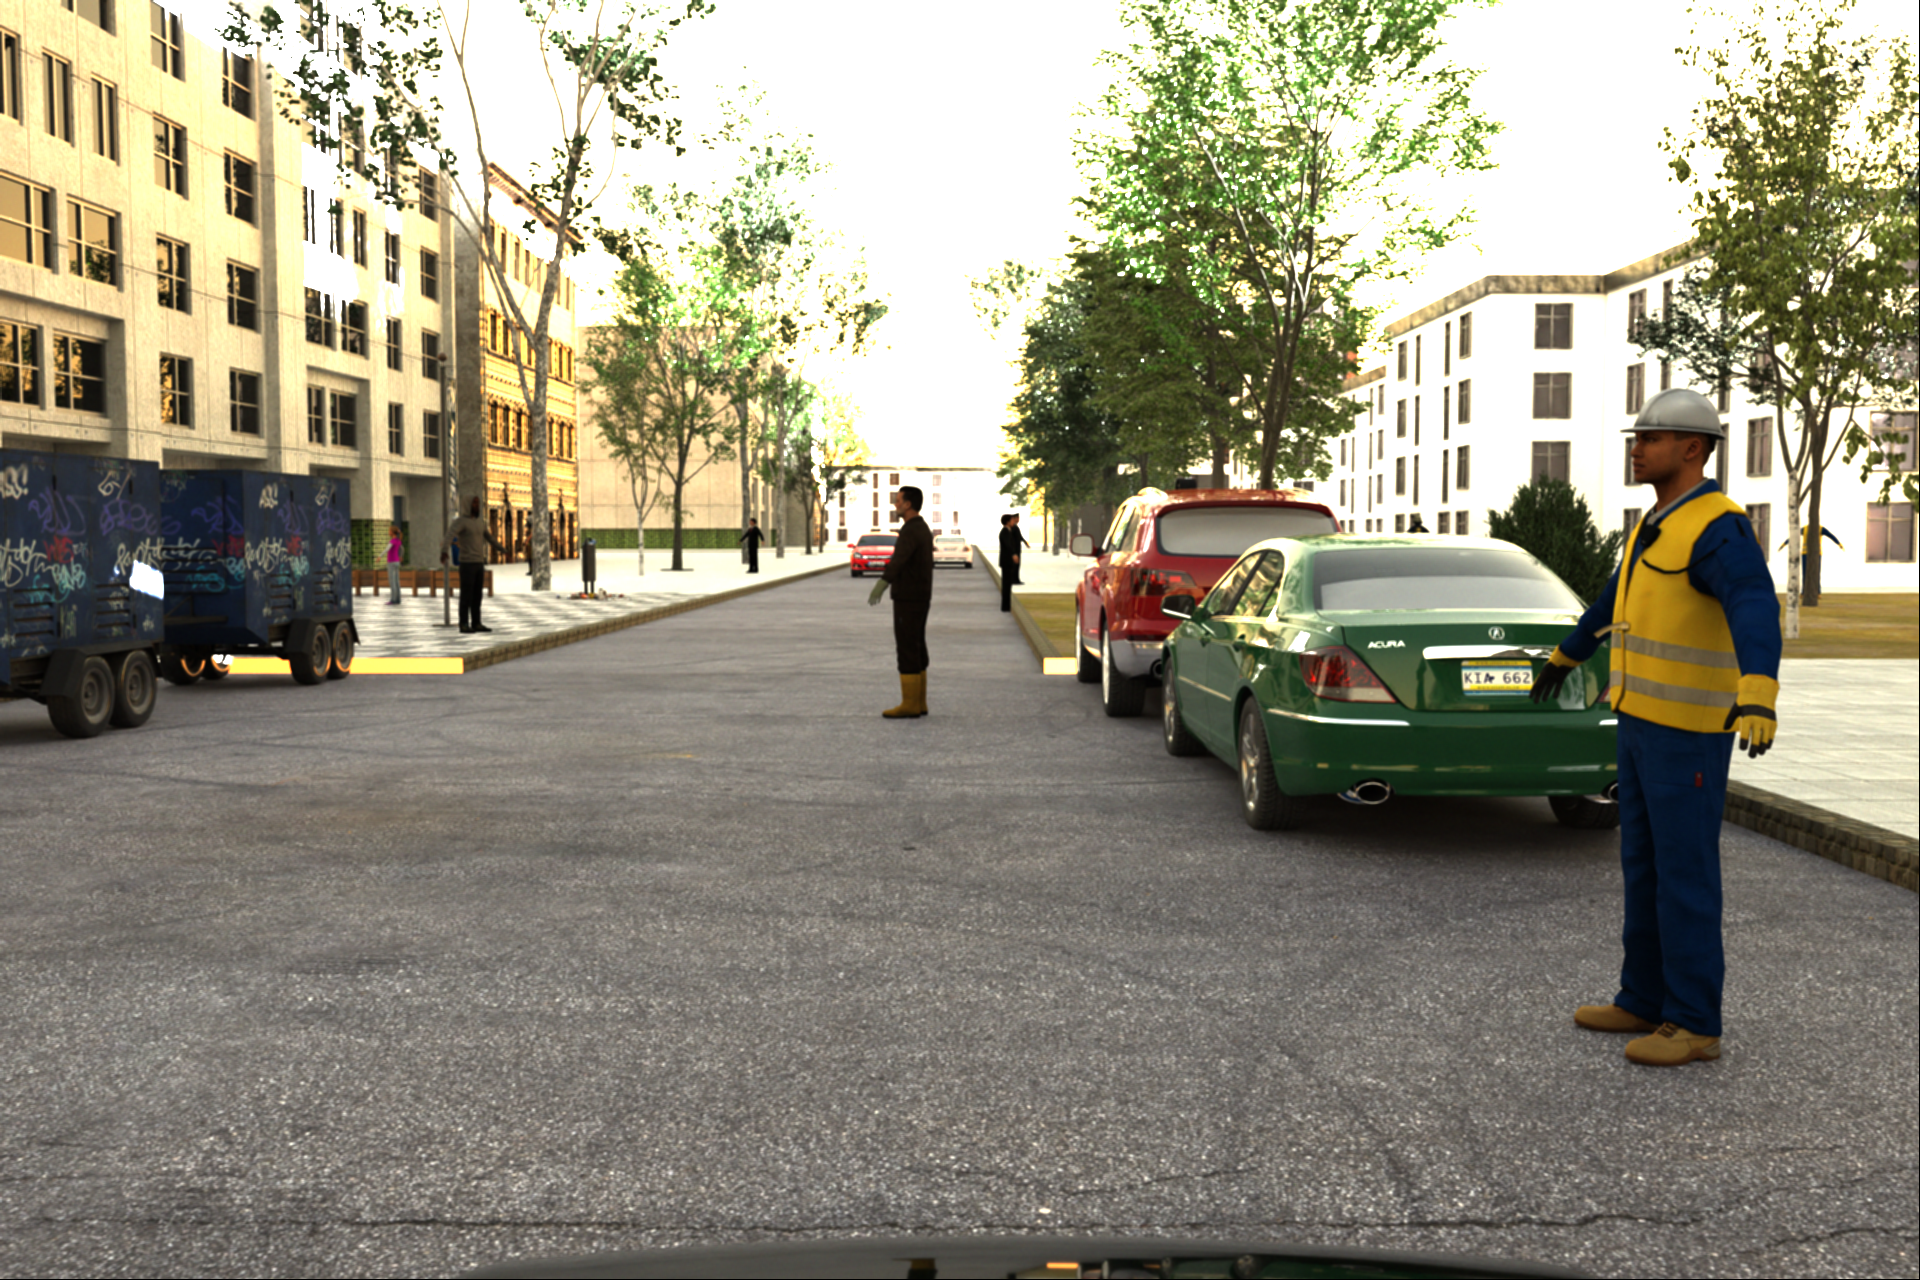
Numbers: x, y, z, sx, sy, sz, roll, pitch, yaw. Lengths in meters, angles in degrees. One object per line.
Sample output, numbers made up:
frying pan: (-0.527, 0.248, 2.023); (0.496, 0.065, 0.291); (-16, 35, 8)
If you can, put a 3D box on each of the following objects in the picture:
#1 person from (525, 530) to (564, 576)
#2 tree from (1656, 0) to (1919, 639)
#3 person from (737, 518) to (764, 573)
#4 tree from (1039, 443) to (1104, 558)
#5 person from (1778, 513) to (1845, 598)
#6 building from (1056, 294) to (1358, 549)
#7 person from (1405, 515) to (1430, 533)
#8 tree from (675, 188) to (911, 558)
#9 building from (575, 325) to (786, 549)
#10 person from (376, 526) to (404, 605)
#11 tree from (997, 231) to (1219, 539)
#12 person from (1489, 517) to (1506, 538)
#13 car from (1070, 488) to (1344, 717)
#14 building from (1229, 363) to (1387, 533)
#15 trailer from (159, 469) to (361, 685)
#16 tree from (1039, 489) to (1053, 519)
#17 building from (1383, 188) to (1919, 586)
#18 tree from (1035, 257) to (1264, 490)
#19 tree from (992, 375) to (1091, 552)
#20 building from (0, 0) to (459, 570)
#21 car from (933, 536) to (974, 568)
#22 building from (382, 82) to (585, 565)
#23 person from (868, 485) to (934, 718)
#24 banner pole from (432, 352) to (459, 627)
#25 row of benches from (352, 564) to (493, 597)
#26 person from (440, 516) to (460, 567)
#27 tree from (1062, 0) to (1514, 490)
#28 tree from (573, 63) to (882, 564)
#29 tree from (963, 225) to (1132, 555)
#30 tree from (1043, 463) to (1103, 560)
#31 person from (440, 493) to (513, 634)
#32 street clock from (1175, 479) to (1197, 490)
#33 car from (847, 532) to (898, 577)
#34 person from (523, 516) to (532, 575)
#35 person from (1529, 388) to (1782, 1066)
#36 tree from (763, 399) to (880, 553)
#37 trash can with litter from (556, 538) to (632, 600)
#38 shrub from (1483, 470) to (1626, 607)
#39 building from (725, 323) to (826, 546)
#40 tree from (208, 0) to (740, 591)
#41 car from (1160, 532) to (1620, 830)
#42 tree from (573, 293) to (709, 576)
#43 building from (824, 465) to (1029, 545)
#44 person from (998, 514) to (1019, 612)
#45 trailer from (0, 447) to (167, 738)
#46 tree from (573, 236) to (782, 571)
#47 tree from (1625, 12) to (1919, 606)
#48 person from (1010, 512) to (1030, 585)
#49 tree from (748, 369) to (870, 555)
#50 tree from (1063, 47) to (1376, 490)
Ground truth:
person: (-12.593, -2.824, 52.317); (0.704, 1.843, 1.345); (3, 5, 43)
tree: (10.235, -4.308, 20.805); (4.737, 8.622, 4.395); (0, 3, 0)
person: (-6.852, -3.118, 57.172); (1.347, 1.806, 0.705); (3, 5, 44)
tree: (6.006, -8.681, 92.299); (4.737, 8.622, 4.395); (0, 3, 0)
person: (16.988, -1.719, 34.562); (1.216, 1.772, 0.721); (3, 4, 36)
building: (22.850, -19.569, 163.924); (27.936, 21.610, 32.646); (0, 4, 0)
person: (14.173, -2.929, 53.672); (1.354, 1.856, 0.705); (0, 4, 7)
tree: (-9.056, -14.517, 93.237); (12.611, 20.169, 13.585); (0, 3, 0)
building: (-26.314, -18.120, 162.722); (16.747, 18.905, 31.486); (0, 3, 0)
person: (-10.369, -1.362, 31.541); (0.599, 1.433, 0.991); (0, 4, 7)
tree: (6.048, -10.052, 71.005); (9.857, 13.997, 8.962); (0, 3, 0)
person: (14.308, -2.355, 45.302); (1.217, 1.733, 0.721); (2, 4, 32)
car: (2.142, -0.395, 15.130); (2.281, 1.827, 5.304); (0, 3, 0)
building: (21.759, -9.522, 97.828); (9.099, 9.664, 28.070); (0, 3, 0)
trailer: (-6.792, -0.550, 16.043); (1.471, 1.999, 3.904); (0, 4, 0)
tree: (12.217, -16.063, 212.997); (4.360, 8.622, 3.978); (0, 3, 0)
building: (21.556, -6.975, 56.187); (9.099, 9.664, 28.070); (0, 4, 0)
tree: (5.978, -7.318, 54.054); (7.601, 10.594, 8.767); (-1, 4, -10)
tree: (6.076, -12.564, 123.552); (7.486, 12.596, 7.792); (0, 3, 0)
building: (-27.555, -11.170, 49.094); (16.747, 18.905, 31.486); (0, 4, 1)
car: (-0.422, -3.744, 73.575); (2.083, 1.381, 4.827); (0, 4, -1)
building: (-28.644, -15.165, 78.879); (19.493, 23.208, 18.063); (0, 4, -1)
person: (-0.416, -0.305, 13.588); (0.704, 1.812, 1.346); (1, 4, 14)
banner pole: (-7.128, -2.090, 24.191); (0.401, 3.779, 0.863); (0, 4, 0)
row of benches: (-11.395, -1.239, 35.722); (4.104, 0.672, 1.422); (1, 4, 21)
person: (-15.758, -2.952, 54.127); (1.347, 1.847, 0.705); (3, 4, 38)
tree: (5.316, -6.315, 29.009); (9.928, 11.665, 9.643); (0, 3, 0)
tree: (-9.730, -13.249, 72.505); (12.611, 20.169, 13.585); (0, 3, 0)
tree: (6.854, -15.077, 102.400); (12.611, 20.169, 13.585); (0, 3, 0)
tree: (5.824, -8.219, 84.743); (4.360, 8.622, 3.978); (0, 3, 0)
person: (-6.320, -1.000, 22.484); (0.705, 1.813, 1.348); (2, 4, 24)
street clock: (2.946, -1.105, 22.639); (0.358, 2.002, 0.471); (0, 4, -1)
car: (-2.726, -3.049, 58.899); (2.155, 1.783, 4.494); (0, 4, 0)
person: (-13.388, -2.949, 53.978); (0.705, 1.858, 1.354); (-2, 4, -23)
person: (1.949, 0.221, 4.817); (0.705, 1.833, 1.349); (0, 4, -3)
tree: (-9.511, -11.178, 117.181); (8.767, 10.594, 7.601); (0, 4, 3)
trash can with litter: (-7.237, -1.447, 34.723); (1.678, 1.210, 2.233); (0, 4, 2)
shrub: (6.880, -0.969, 20.256); (1.690, 2.028, 1.600); (0, 3, 0)
building: (-24.618, -21.912, 189.188); (19.493, 23.208, 18.063); (0, 4, -1)
tree: (-10.493, -11.258, 39.959); (12.611, 20.169, 13.585); (0, 3, 0)
car: (2.281, 0.121, 9.823); (2.131, 1.459, 4.920); (0, 4, -1)
tree: (-9.841, -6.294, 53.267); (4.360, 8.622, 3.978); (0, 3, 0)
building: (-5.531, -16.374, 212.311); (28.070, 9.664, 9.099); (0, 4, -5)
person: (0.903, -1.432, 32.064); (0.705, 1.806, 1.347); (0, 4, -5)
trailer: (-6.793, -0.288, 11.758); (1.471, 1.999, 3.904); (0, 4, 1)
tree: (-9.778, -8.233, 60.369); (9.928, 11.665, 9.643); (0, 3, 0)
tree: (15.480, -5.882, 30.577); (7.601, 10.594, 8.767); (-1, 4, -13)
person: (1.434, -2.330, 44.029); (0.705, 1.837, 1.347); (2, 4, 24)
tree: (-9.417, -11.164, 108.290); (9.928, 11.665, 9.643); (0, 3, 0)
tree: (5.804, -7.533, 41.292); (7.486, 12.596, 7.792); (0, 3, 0)
